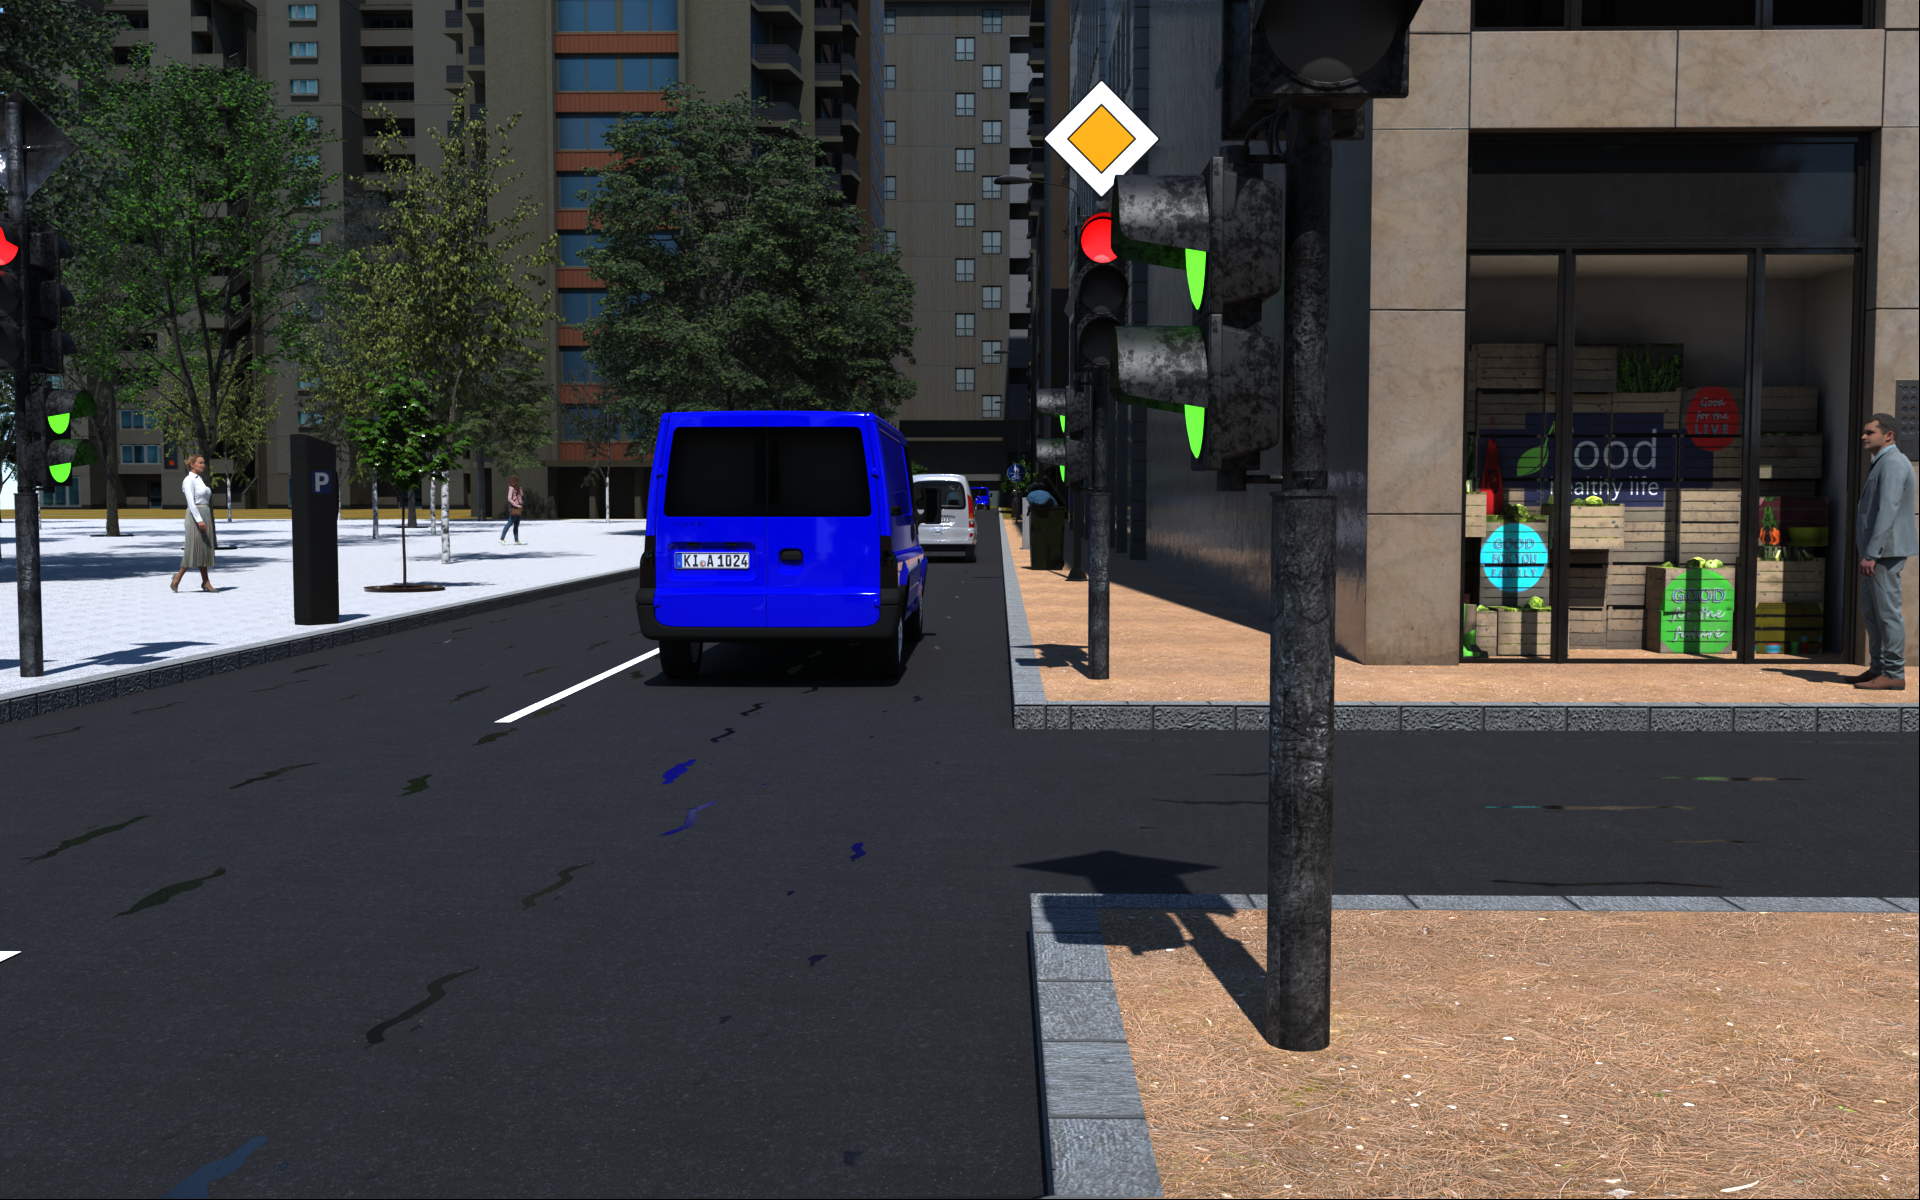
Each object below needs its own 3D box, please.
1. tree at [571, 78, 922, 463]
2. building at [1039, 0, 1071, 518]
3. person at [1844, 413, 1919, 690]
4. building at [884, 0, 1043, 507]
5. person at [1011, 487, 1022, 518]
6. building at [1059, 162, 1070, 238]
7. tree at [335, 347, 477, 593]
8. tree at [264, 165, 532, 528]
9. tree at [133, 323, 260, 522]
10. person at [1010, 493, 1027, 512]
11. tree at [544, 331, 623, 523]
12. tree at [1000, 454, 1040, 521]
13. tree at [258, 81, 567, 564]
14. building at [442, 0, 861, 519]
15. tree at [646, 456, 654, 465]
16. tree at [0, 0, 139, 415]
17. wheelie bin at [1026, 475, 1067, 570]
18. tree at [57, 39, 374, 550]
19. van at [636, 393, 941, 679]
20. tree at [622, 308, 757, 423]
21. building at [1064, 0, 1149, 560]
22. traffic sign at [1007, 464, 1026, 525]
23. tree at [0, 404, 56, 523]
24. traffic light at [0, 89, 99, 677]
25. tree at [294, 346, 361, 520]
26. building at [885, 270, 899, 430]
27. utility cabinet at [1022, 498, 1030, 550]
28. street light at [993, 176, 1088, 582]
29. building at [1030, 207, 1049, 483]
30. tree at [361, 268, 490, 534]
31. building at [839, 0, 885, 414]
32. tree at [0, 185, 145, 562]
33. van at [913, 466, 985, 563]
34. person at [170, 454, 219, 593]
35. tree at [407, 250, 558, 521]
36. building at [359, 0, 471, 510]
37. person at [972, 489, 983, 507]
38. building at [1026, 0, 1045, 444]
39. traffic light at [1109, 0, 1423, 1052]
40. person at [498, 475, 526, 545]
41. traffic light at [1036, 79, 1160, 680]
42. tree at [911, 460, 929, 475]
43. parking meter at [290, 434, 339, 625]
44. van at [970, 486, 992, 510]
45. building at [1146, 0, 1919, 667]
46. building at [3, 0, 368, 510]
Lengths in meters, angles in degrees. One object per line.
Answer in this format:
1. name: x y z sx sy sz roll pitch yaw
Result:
1. tree: -7.249 -8.936 52.762 9.857 13.997 8.962 0 3 0
2. building: 11.795 -27.300 96.474 14.600 45.320 14.200 0 4 1
3. person: 6.090 -0.322 11.403 0.391 1.810 0.635 2 4 23
4. building: 0.810 -36.455 185.274 27.495 52.752 28.713 0 4 1
5. person: 3.124 -5.323 93.883 0.742 1.727 0.445 0 4 2
6. building: 11.364 -14.257 74.904 13.314 21.916 24.055 0 4 1
7. tree: -7.257 -1.736 22.984 1.663 3.219 1.824 0 3 0
8. tree: -20.861 -9.474 65.270 12.009 13.543 11.850 0 3 0
9. tree: -33.184 -7.583 74.349 4.737 8.622 4.395 0 3 0
10. person: 4.084 -6.917 119.152 1.348 1.823 0.705 0 4 -8
11. tree: -15.729 -7.681 75.942 4.360 8.622 3.978 0 3 0
12. tree: 3.092 -5.477 84.150 1.663 3.219 1.824 0 3 0
13. tree: -9.411 -4.980 31.785 4.737 8.622 4.395 0 3 0
14. building: -17.416 -27.323 101.352 22.147 44.769 28.867 0 4 1
15. tree: -6.426 -2.873 41.578 1.663 3.219 1.824 0 3 0
16. tree: -16.400 -7.172 23.916 9.857 13.997 8.962 0 3 0
17. wheelie bin: 1.456 -1.310 29.329 0.693 1.594 0.980 0 4 0
18. tree: -17.403 -6.973 39.759 9.928 11.665 9.643 0 3 0
19. van: -1.340 -0.656 15.112 2.240 2.365 5.245 0 4 1
20. tree: -9.679 -7.021 65.163 4.360 8.622 3.978 0 3 0
21. building: 9.016 -16.511 47.441 11.434 29.767 29.804 0 4 1
22. traffic sign: 2.368 -4.428 72.499 0.768 2.556 0.104 0 4 6
23. tree: -50.172 -6.825 74.502 20.602 7.101 11.467 -3 4 -38
24. traffic light: -6.515 -1.416 12.069 0.839 4.253 0.868 0 4 1
25. tree: -30.291 -8.194 84.338 4.360 8.622 3.978 0 3 0
26. building: -20.432 -18.580 148.826 28.899 21.520 27.650 0 4 1
27. utility cabinet: 1.716 -1.790 40.420 0.306 1.237 1.020 1 4 18
28. street light: 1.190 -3.234 25.422 1.470 5.913 1.316 0 4 1
29. building: 18.902 -16.729 118.561 27.650 21.520 28.899 0 4 1
30. tree: -16.946 -6.422 55.368 4.360 8.622 3.978 0 3 0
31. building: -12.679 -28.906 122.731 14.600 45.320 14.200 0 4 1
32. tree: -17.883 -5.014 32.343 4.360 8.622 3.978 0 3 0
33. van: -0.463 -1.869 37.563 2.013 2.044 4.112 0 4 0
34. person: -9.970 -0.993 22.498 0.641 1.798 0.478 1 4 9
35. tree: -22.961 -9.975 81.214 7.486 12.596 7.792 0 3 0
36. building: -45.930 -32.351 152.635 21.600 48.544 21.300 0 4 1
37. person: 0.939 -7.016 123.230 1.348 1.822 0.705 0 4 1
38. building: 16.801 -30.098 146.733 22.147 44.769 28.867 0 4 1
39. traffic light: 0.773 -0.919 3.941 0.839 4.253 0.868 0 4 1
40. person: -11.254 -2.252 43.459 0.643 1.750 0.593 0 4 -8
41. traffic light: 0.945 -1.407 11.925 0.839 4.253 0.868 0 4 1
42. tree: -4.382 -11.073 164.750 4.285 4.588 4.351 0 3 0
43. parking meter: -6.346 -0.694 17.061 0.255 1.863 0.399 2 4 34
44. van: 1.792 -9.450 158.894 2.240 2.365 5.245 0 4 2
45. building: 20.234 -13.263 21.373 34.151 26.468 19.350 0 4 1
46. building: -67.533 -32.356 152.719 21.600 48.544 21.300 0 4 1
